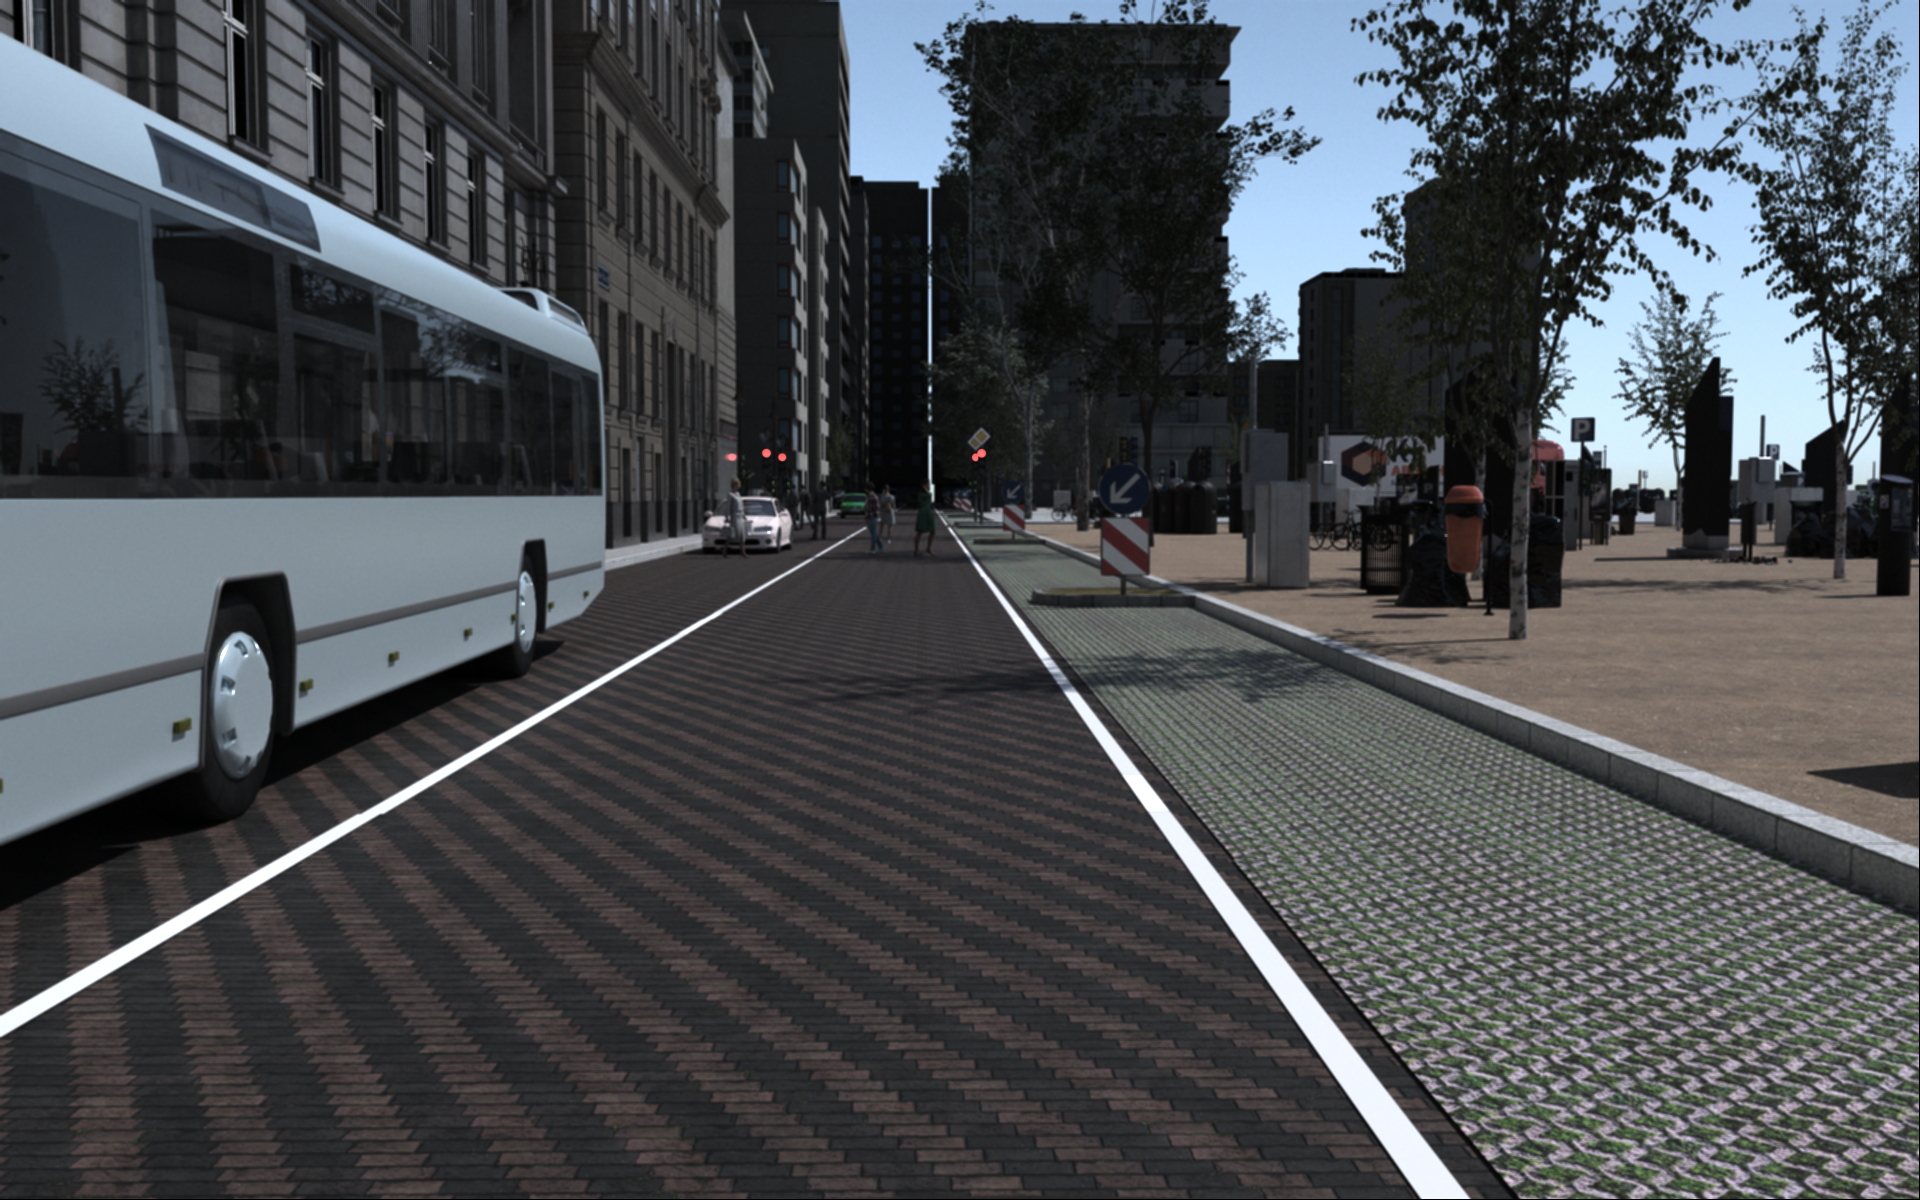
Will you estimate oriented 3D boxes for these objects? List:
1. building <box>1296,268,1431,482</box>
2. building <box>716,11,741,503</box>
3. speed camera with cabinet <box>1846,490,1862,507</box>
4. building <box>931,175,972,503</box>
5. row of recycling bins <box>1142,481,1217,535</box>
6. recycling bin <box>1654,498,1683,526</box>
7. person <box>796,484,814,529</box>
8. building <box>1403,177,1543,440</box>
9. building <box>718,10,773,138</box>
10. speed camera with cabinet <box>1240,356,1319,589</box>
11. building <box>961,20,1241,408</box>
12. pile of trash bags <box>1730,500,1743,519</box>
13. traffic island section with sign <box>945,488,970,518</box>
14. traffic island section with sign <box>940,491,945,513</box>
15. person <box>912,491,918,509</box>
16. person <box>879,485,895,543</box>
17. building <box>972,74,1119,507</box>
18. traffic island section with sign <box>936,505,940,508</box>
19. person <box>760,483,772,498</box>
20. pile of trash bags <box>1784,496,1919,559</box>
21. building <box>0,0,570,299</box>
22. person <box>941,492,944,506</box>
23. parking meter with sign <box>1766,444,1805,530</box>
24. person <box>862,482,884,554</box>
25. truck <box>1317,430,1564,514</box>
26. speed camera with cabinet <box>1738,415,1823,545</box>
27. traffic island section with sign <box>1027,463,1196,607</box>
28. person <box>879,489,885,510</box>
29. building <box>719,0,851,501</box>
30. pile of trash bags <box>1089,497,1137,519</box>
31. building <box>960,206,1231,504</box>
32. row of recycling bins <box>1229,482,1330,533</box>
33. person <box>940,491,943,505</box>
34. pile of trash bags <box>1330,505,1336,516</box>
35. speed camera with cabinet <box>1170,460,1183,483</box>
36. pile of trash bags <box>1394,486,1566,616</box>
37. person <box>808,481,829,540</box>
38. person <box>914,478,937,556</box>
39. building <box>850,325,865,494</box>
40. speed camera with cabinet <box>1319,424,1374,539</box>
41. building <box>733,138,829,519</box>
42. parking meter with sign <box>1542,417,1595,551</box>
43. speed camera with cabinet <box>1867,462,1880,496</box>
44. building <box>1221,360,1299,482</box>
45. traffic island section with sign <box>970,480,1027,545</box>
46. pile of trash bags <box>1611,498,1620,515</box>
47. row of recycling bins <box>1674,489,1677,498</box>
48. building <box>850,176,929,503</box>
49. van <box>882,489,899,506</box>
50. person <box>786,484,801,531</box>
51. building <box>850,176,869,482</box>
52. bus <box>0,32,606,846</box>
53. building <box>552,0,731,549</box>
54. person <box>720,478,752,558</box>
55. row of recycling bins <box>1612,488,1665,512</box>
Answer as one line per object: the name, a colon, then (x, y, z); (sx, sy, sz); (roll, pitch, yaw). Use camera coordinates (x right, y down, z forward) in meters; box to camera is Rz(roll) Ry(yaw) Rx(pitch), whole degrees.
building: (52.306, -27.769, 225.725); (14.107, 30.474, 14.160); (0, 4, -1)
building: (-18.005, -13.293, 66.484); (18.267, 20.994, 9.793); (0, 4, -1)
speed camera with cabinet: (37.028, -4.852, 73.659); (2.038, 3.252, 0.660); (0, 4, 1)
building: (3.074, -36.428, 245.712); (14.200, 45.320, 14.600); (0, 4, -1)
row of recycling bins: (7.133, -3.011, 56.347); (1.069, 1.692, 3.534); (-2, 4, -29)
recycling bin: (28.217, -3.459, 69.111); (0.722, 1.027, 0.722); (-3, 5, -44)
person: (-6.354, -3.804, 70.656); (0.622, 1.834, 0.822); (-3, 4, -38)
building: (66.441, -33.175, 225.998); (14.086, 41.232, 14.154); (0, 4, -1)
building: (-27.891, -27.124, 135.357); (32.217, 40.220, 23.993); (0, 4, -1)
speed camera with cabinet: (4.404, -1.828, 24.217); (0.660, 3.252, 2.038); (0, 4, -1)
building: (14.700, -36.924, 192.939); (28.713, 52.752, 27.495); (0, 4, -1)
pile of trash bags: (40.475, -4.831, 88.734); (1.912, 1.369, 3.447); (-2, 4, -33)
traffic island section with sign: (0.247, -5.907, 105.214); (1.989, 1.847, 2.006); (0, 4, -1)
traffic island section with sign: (-0.315, -7.576, 132.488); (1.989, 1.847, 2.006); (0, 4, -1)
person: (-4.206, -9.446, 163.765); (0.721, 1.723, 1.217); (2, 4, 33)
person: (-2.140, -2.518, 50.680); (0.512, 1.701, 0.522); (-1, 4, -14)
building: (8.156, -29.896, 172.400); (14.154, 41.232, 14.086); (0, 4, -1)
traffic island section with sign: (-1.361, -10.651, 182.779); (1.989, 1.847, 2.006); (0, 4, -1)
person: (-6.512, -2.956, 57.169); (0.599, 1.781, 0.374); (1, 4, 22)
pile of trash bags: (18.702, -1.546, 35.032); (3.447, 1.369, 1.912); (0, 4, 1)
building: (-14.180, -11.186, 24.689); (13.314, 21.916, 24.055); (0, 4, -1)
person: (-1.985, -11.372, 195.364); (0.436, 1.711, 0.756); (0, 4, 6)
parking meter with sign: (28.925, -3.911, 60.208); (0.543, 3.016, 1.738); (-2, 4, -25)
person: (-2.083, -1.977, 41.655); (0.643, 1.720, 0.563); (-1, 4, -18)
truck: (21.830, -5.415, 77.453); (11.283, 4.237, 2.839); (0, 4, 1)
speed camera with cabinet: (20.762, -3.026, 43.806); (2.038, 3.252, 0.660); (-1, 4, -11)
traffic island section with sign: (1.961, -0.860, 22.686); (1.989, 1.847, 2.006); (0, 4, -1)
person: (-5.202, -6.685, 118.292); (0.782, 1.767, 0.515); (2, 4, 28)
building: (-21.601, -33.127, 165.332); (21.300, 48.544, 21.600); (0, 4, -1)
pile of trash bags: (7.730, -4.904, 89.927); (3.447, 1.369, 1.912); (1, 4, 12)
building: (16.248, -32.243, 219.055); (32.217, 40.220, 23.993); (0, 4, -1)
row of recycling bins: (10.648, -3.079, 57.448); (3.534, 1.692, 1.069); (-1, 4, -16)
person: (-2.154, -12.906, 219.647); (1.348, 1.807, 0.705); (-3, 5, -44)
pile of trash bags: (19.525, -4.892, 89.739); (1.912, 1.369, 3.447); (-3, 4, -37)
speed camera with cabinet: (13.433, -6.579, 101.906); (2.038, 3.252, 0.660); (1, 4, 17)
pile of trash bags: (5.889, -0.611, 19.742); (1.912, 1.369, 3.447); (1, 4, 21)
person: (-4.431, -2.808, 54.222); (0.655, 1.846, 0.447); (-2, 4, -32)
person: (-0.819, -1.929, 40.290); (0.529, 1.795, 0.600); (1, 4, 15)
building: (-24.897, -21.178, 191.297); (27.650, 21.520, 28.899); (0, 4, -1)
speed camera with cabinet: (10.888, -3.379, 49.581); (2.038, 3.252, 0.660); (-2, 4, -27)
building: (-22.142, -15.504, 98.537); (27.650, 21.520, 28.899); (0, 4, -1)
parking meter with sign: (13.569, -2.619, 39.082); (1.738, 3.016, 0.543); (-3, 4, -39)
speed camera with cabinet: (54.935, -6.797, 105.471); (2.038, 3.252, 0.660); (1, 4, 13)
building: (52.123, -25.037, 254.400); (28.899, 21.520, 27.650); (0, 4, -1)
traffic island section with sign: (1.393, -2.508, 49.635); (1.989, 1.847, 2.006); (0, 4, -1)
pile of trash bags: (38.941, -5.887, 106.008); (3.447, 1.369, 1.912); (-2, 4, -33)
row of recycling bins: (64.624, -8.918, 152.927); (3.534, 1.692, 1.069); (1, 4, 13)
building: (-11.608, -36.482, 246.597); (14.200, 45.320, 14.600); (0, 4, -1)
van: (-8.279, -12.255, 204.755); (2.240, 2.365, 5.245); (0, 4, -1)
person: (-6.508, -3.614, 67.684); (0.679, 1.850, 0.850); (3, 5, 43)
building: (-18.868, -33.052, 224.000); (14.086, 41.232, 14.154); (0, 4, -1)
bus: (-4.489, -0.945, 10.318); (2.948, 3.499, 13.247); (0, 4, -2)
building: (-13.935, -15.401, 49.067); (12.463, 27.353, 25.104); (0, 4, -1)
person: (-5.054, -1.839, 38.915); (0.624, 1.780, 0.694); (3, 4, 38)
row of recycling bins: (48.354, -7.121, 123.547); (3.534, 1.692, 1.069); (1, 4, 11)
